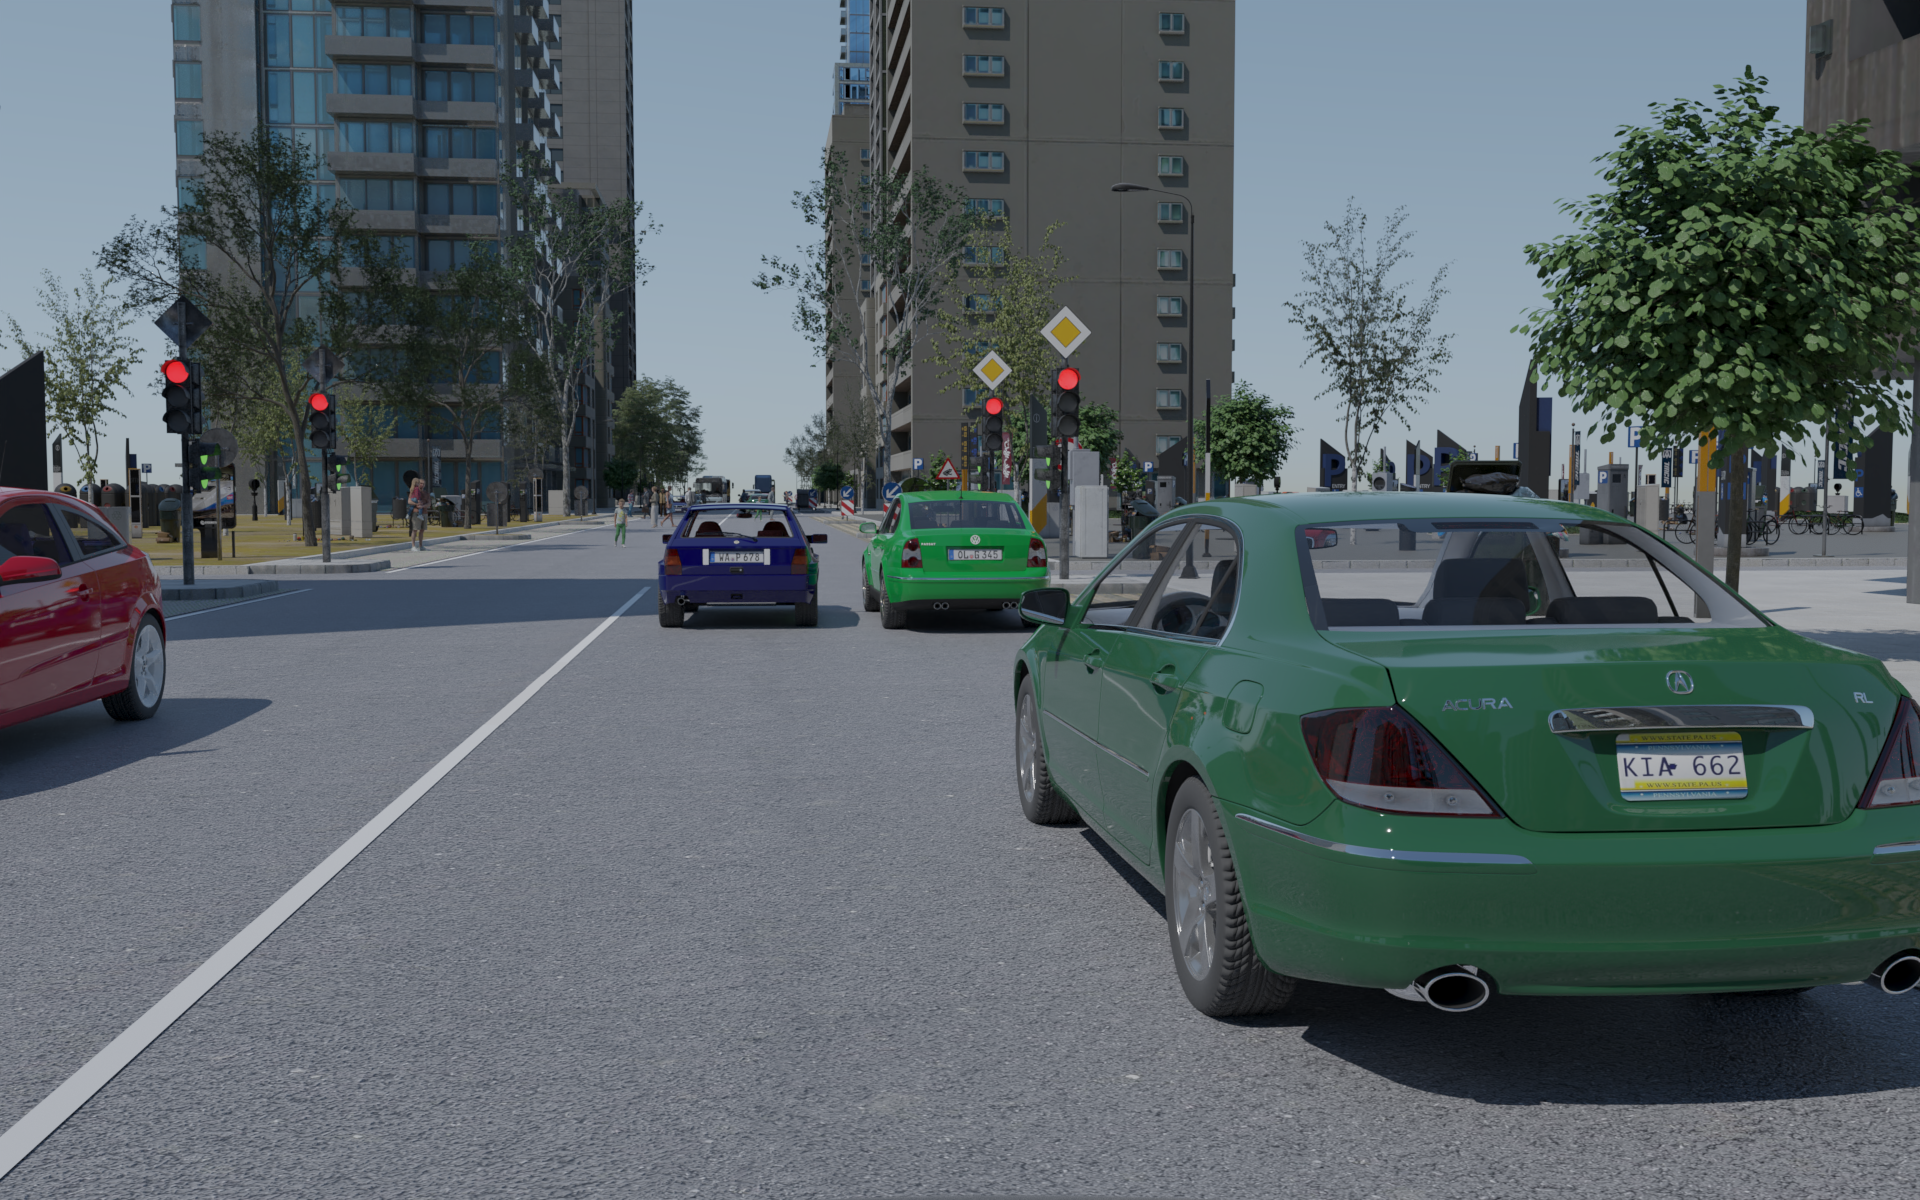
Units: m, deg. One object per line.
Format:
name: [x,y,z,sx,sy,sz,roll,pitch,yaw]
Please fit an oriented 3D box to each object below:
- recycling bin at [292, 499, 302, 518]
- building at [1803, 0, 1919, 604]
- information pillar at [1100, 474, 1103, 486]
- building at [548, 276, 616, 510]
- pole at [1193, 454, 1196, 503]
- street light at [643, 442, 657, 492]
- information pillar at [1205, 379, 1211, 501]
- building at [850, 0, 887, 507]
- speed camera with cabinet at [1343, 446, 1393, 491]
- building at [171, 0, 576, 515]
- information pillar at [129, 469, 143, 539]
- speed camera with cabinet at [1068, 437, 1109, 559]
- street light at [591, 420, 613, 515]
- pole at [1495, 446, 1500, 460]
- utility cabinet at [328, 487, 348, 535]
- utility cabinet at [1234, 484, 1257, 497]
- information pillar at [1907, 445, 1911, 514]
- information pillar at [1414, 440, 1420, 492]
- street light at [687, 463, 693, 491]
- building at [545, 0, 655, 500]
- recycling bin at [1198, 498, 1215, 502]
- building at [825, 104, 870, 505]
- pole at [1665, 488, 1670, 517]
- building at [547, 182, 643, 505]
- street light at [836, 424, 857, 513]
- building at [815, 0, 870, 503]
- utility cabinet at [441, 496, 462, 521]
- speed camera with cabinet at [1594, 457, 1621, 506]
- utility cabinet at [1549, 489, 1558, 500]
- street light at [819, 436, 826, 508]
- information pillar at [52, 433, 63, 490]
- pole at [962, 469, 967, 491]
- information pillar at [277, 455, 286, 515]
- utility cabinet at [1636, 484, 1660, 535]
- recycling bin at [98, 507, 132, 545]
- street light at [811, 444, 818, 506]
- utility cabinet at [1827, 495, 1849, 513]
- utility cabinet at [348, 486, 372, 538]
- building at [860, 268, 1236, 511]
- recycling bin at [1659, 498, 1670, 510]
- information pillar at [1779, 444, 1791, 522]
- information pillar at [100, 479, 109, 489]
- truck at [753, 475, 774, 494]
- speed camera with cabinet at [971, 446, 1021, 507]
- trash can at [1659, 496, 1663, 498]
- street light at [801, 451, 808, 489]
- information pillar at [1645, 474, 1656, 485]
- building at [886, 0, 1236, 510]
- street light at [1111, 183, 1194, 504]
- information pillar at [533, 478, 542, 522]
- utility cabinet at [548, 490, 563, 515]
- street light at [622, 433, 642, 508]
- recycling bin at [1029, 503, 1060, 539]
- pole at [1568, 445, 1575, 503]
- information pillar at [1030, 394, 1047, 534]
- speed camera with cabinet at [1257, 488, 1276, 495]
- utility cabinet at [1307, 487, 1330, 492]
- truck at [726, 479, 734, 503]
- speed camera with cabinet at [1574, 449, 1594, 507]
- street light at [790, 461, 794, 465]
recycling bin: [-35.377,-4.872,92.205,0.722,1.027,0.722,-2,4,-27]
building: [16.749,-15.011,17.132,14.160,30.474,14.107,0,4,-7]
information pillar: [5.984,-5.000,73.106,0.183,3.616,0.504,0,4,1]
building: [-45.220,-18.673,150.337,27.650,21.520,28.899,0,4,-7]
pole: [8.393,-4.187,62.305,0.158,3.312,0.155,0,3,0]
street light: [-27.962,-11.130,154.518,1.470,5.913,1.316,0,4,-7]
information pillar: [5.030,-2.680,35.173,0.183,3.616,0.504,0,4,7]
building: [-0.237,-44.835,171.302,20.563,71.187,20.611,0,4,-7]
speed camera with cabinet: [16.984,-4.765,72.247,2.038,3.252,0.660,3,5,41]
building: [-39.953,-30.623,120.292,23.786,49.044,30.456,0,4,-7]
information pillar: [-23.741,-2.776,49.884,0.304,2.012,0.304,-1,4,-22]
speed camera with cabinet: [2.614,-2.495,35.130,0.660,3.252,2.038,0,4,-3]
street light: [-22.348,-8.299,108.229,1.470,5.913,1.316,0,4,-7]
pole: [22.594,-4.833,72.867,0.158,3.312,0.155,0,3,0]
utility cabinet: [-19.323,-2.762,53.830,0.318,1.500,1.173,-3,5,-41]
utility cabinet: [6.197,-1.766,37.561,0.318,1.500,1.173,0,4,0]
information pillar: [44.292,-5.470,80.792,0.183,3.616,0.504,1,4,18]
information pillar: [19.758,-5.109,74.895,0.183,3.616,0.504,2,4,35]
street light: [-37.766,-16.186,237.183,1.470,5.913,1.316,0,4,-7]
building: [-50.502,-48.074,224.261,20.563,71.187,20.611,0,4,-7]
recycling bin: [14.819,-5.602,104.153,0.722,1.027,0.722,-2,4,-31]
building: [-5.432,-36.026,212.723,21.300,48.544,21.600,0,4,-7]
pole: [36.280,-5.809,88.820,0.158,3.312,0.155,0,3,0]
building: [-53.905,-31.224,202.386,32.217,40.220,23.993,0,4,-7]
street light: [-7.531,-8.711,114.972,1.470,5.913,1.316,0,4,-7]
building: [-9.527,-57.438,251.787,22.319,86.520,31.000,0,4,-7]
utility cabinet: [-22.262,-3.957,75.865,0.306,1.237,1.020,2,4,24]
speed camera with cabinet: [34.591,-6.023,92.809,2.038,3.252,0.660,3,5,42]
utility cabinet: [28.074,-4.484,81.987,1.173,1.500,0.318,1,4,21]
street light: [-10.321,-10.137,138.288,1.470,5.913,1.316,0,4,-7]
information pillar: [-34.838,-4.622,66.920,0.504,3.616,0.183,2,4,27]
pole: [0.160,-4.046,59.991,0.158,3.312,0.155,0,3,0]
information pillar: [-40.891,-6.915,104.420,0.504,3.616,0.183,-3,5,-40]
utility cabinet: [15.196,-1.813,38.323,0.318,1.500,1.173,1,4,13]
recycling bin: [-16.564,-1.296,33.745,0.722,1.027,0.722,-1,4,-21]
street light: [-13.168,-11.564,161.608,1.470,5.913,1.316,0,4,-7]
utility cabinet: [40.864,-4.257,80.770,0.306,1.237,1.020,-2,4,-30]
utility cabinet: [-17.551,-2.577,50.805,0.318,1.500,1.173,-2,4,-34]
building: [6.148,-18.572,148.693,27.650,21.520,28.899,0,4,-7]
recycling bin: [40.639,-5.373,100.398,0.722,1.027,0.722,-3,5,-43]
information pillar: [38.367,-5.454,80.524,0.183,3.616,0.504,-2,4,-25]
information pillar: [-42.186,-4.950,85.430,0.304,2.012,0.304,0,4,-8]
truck: [-26.807,-15.035,235.578,2.967,4.110,18.799,0,4,-6]
speed camera with cabinet: [1.504,-4.759,72.150,2.038,3.252,0.660,-1,4,-14]
trash can: [46.457,-6.334,115.210,0.748,1.137,0.748,0,3,0]
street light: [-15.869,-12.976,184.698,1.470,5.913,1.316,0,4,-7]
information pillar: [25.500,-3.639,63.989,0.304,2.012,0.304,0,4,5]
building: [6.286,-30.454,121.622,21.300,48.544,21.600,0,4,-7]
street light: [2.952,-3.276,26.105,1.470,5.913,1.316,0,4,-7]
information pillar: [-19.520,-4.624,80.101,0.304,2.012,0.304,-2,4,-35]
utility cabinet: [-24.287,-5.883,104.859,1.173,1.500,0.318,0,4,3]
street light: [-25.083,-9.719,131.449,1.470,5.913,1.316,0,4,-7]
recycling bin: [2.453,-2.309,50.311,0.722,1.027,0.722,-1,4,-21]
pole: [25.201,-4.744,71.401,0.158,3.312,0.155,0,3,0]
information pillar: [1.830,-3.017,40.682,0.504,3.616,0.183,-3,4,-39]
speed camera with cabinet: [18.363,-6.764,104.933,0.660,3.252,2.038,-1,4,-23]
utility cabinet: [11.179,-2.771,53.977,0.318,1.500,1.173,2,4,33]
truck: [-31.244,-14.064,225.862,3.469,3.379,9.791,0,4,-8]
speed camera with cabinet: [27.331,-5.054,76.975,0.660,3.252,2.038,0,4,0]
street light: [-22.855,-16.583,243.670,1.470,5.913,1.316,0,4,-7]
